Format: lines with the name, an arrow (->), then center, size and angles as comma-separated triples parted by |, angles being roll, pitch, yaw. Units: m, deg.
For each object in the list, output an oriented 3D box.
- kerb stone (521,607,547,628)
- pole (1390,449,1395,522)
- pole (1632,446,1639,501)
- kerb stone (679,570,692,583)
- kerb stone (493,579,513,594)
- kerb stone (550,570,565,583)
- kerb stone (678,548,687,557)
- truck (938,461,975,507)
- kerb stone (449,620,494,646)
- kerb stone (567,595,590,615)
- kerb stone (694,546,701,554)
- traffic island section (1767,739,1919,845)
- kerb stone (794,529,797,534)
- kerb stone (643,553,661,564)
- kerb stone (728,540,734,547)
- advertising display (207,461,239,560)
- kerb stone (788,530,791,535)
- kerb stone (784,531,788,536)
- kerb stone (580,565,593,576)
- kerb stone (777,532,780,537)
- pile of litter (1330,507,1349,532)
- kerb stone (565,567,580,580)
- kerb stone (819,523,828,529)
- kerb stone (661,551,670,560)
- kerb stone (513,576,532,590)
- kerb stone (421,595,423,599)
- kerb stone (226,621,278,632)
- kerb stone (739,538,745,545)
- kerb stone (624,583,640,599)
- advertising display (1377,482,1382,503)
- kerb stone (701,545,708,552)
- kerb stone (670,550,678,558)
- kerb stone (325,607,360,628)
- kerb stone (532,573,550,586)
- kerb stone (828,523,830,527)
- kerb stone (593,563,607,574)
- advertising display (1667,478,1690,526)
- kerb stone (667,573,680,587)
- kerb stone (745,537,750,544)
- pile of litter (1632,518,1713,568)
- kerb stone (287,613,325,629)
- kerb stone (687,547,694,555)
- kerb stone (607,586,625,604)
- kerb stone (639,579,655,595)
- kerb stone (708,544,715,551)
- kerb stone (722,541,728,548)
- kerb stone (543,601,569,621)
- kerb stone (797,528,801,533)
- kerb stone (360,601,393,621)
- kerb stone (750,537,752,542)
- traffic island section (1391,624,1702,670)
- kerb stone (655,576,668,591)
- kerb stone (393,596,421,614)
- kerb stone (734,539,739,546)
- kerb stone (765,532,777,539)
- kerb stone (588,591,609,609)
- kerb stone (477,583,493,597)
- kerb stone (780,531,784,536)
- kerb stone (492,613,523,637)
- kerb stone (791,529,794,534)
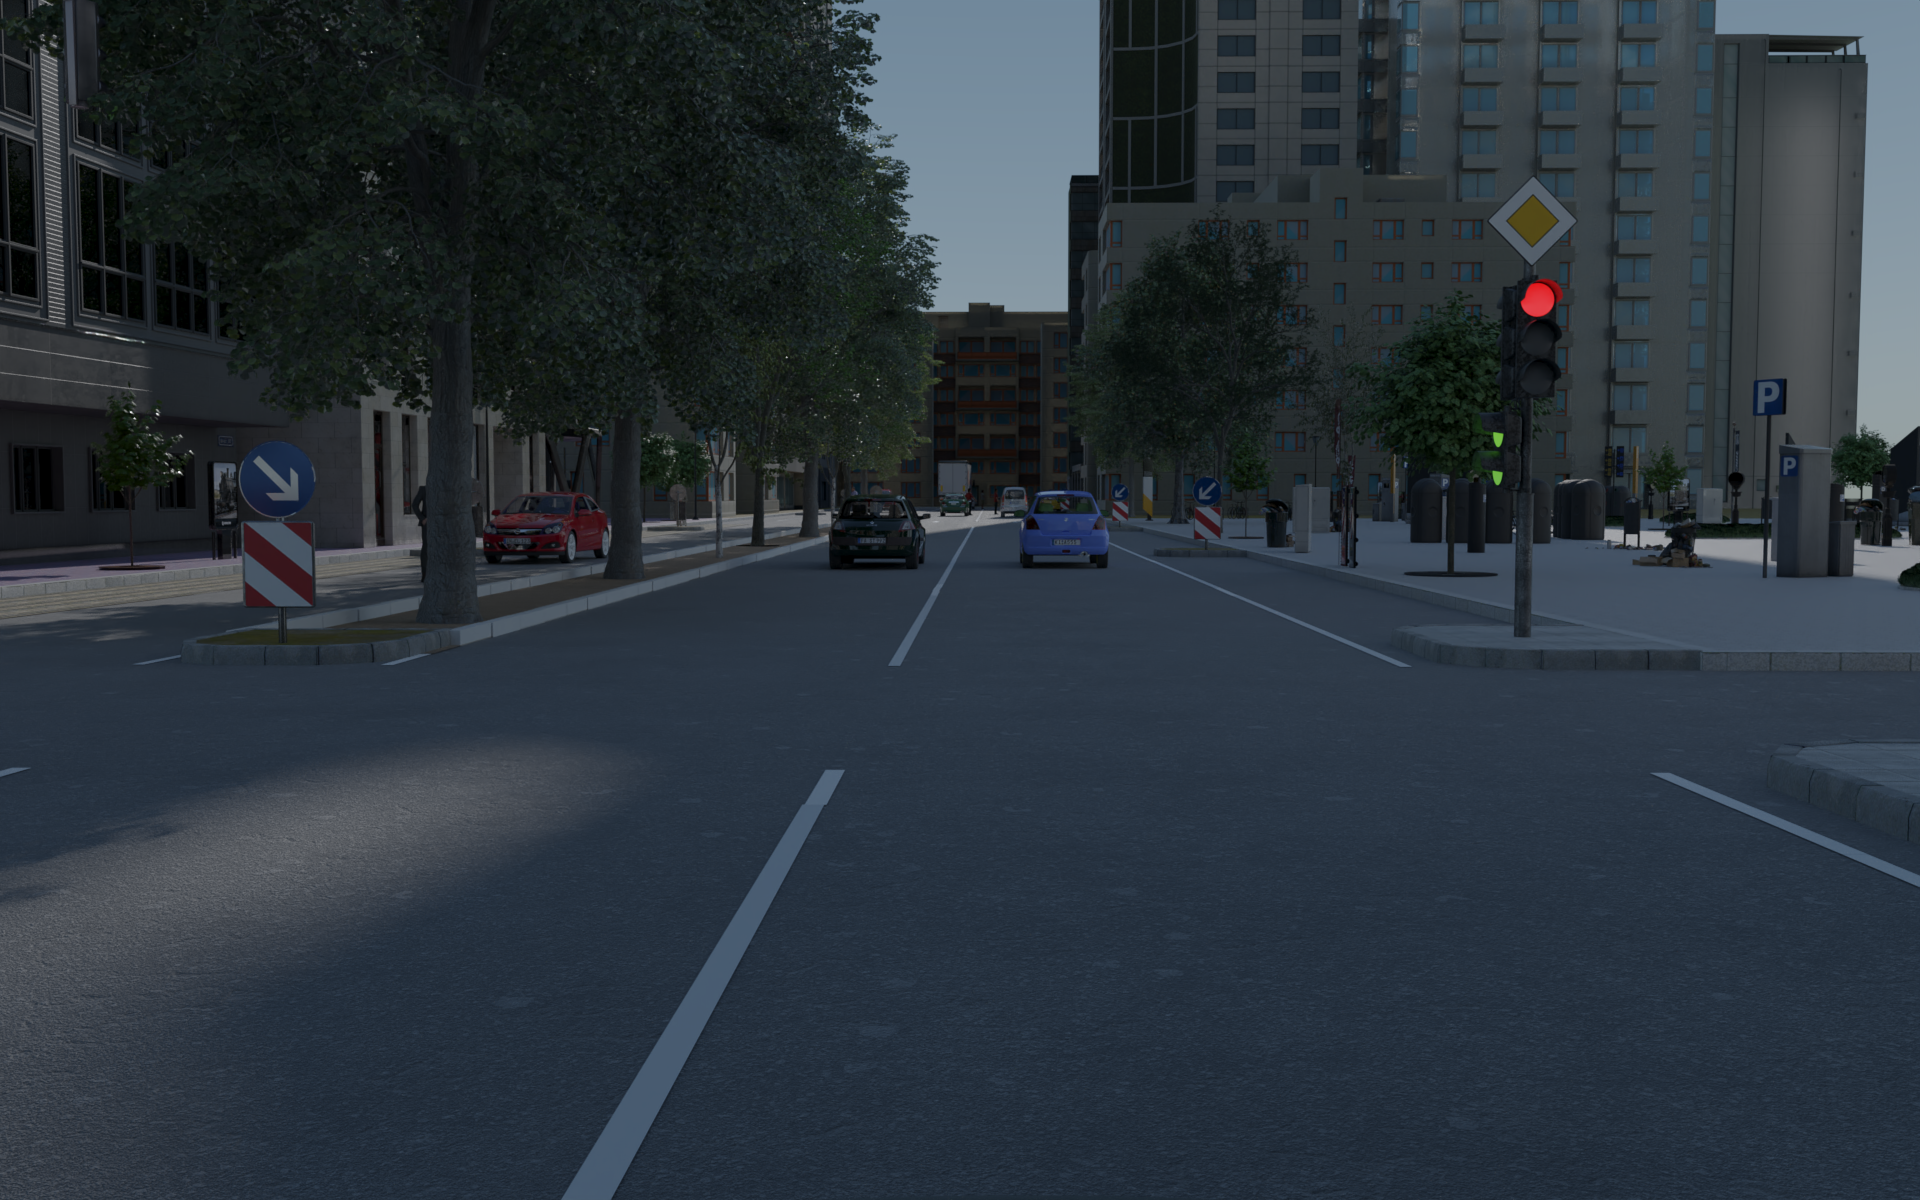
kerb stone -> -4.709, 0.209, 18.852 | 0.120, 0.150, 1.000 | 0, 4, 1
pole -> 19.733, -5.206, 78.960 | 0.158, 3.312, 0.155 | 0, 3, 0
pole -> 28.748, -4.887, 73.743 | 0.158, 3.312, 0.155 | 0, 3, 0
kerb stone -> -4.540, -0.360, 28.080 | 0.120, 0.150, 1.000 | 0, 4, 1
kerb stone -> -6.699, -0.175, 25.052 | 0.120, 0.150, 1.000 | 0, 4, 1
kerb stone -> -6.641, -0.362, 28.118 | 0.120, 0.150, 1.000 | 0, 4, 1
kerb stone -> -6.429, -1.054, 39.426 | 0.120, 0.150, 1.000 | 0, 4, 1
truck -> -0.317, -9.943, 151.485 | 2.839, 4.237, 11.283 | 0, 4, 3
kerb stone -> -4.756, 0.330, 16.808 | 0.120, 0.150, 1.000 | 0, 4, 1
kerb stone -> -4.679, 0.079, 20.905 | 0.120, 0.150, 1.000 | 0, 4, 1
kerb stone -> -6.395, -1.178, 41.475 | 0.120, 0.150, 1.000 | 0, 4, 1
traffic island section -> 4.929, 0.899, 7.585 | 2.009, 0.180, 2.903 | 0, 4, 1
kerb stone -> -6.022, -2.433, 61.971 | 0.120, 0.150, 1.000 | 0, 4, 1
kerb stone -> -6.487, -0.865, 36.338 | 0.120, 0.150, 1.000 | 0, 4, 1
kerb stone -> -6.291, -1.492, 46.595 | 0.120, 0.150, 1.000 | 0, 4, 1
advertising display -> -14.468, -1.762, 34.024 | 0.123, 1.923, 0.974 | 0, 4, 4
kerb stone -> -6.054, -2.308, 59.926 | 0.120, 0.150, 1.000 | 0, 4, 1
kerb stone -> -6.071, -2.243, 58.904 | 0.120, 0.150, 1.000 | 0, 4, 1
kerb stone -> -6.612, -0.488, 30.179 | 0.120, 0.150, 1.000 | 0, 4, 1
kerb stone -> -6.109, -2.119, 56.850 | 0.120, 0.150, 1.000 | 0, 4, 1
pile of litter -> 12.582, -2.721, 58.449 | 1.719, 0.858, 1.176 | -1, 4, -15
kerb stone -> -6.621, -0.425, 29.145 | 0.120, 0.150, 1.000 | 0, 4, 1
kerb stone -> -5.809, -3.123, 73.257 | 0.120, 0.150, 1.000 | 0, 4, 1
kerb stone -> -6.472, -0.922, 37.362 | 0.120, 0.150, 1.000 | 0, 4, 1
kerb stone -> -6.673, -0.235, 26.074 | 0.120, 0.150, 1.000 | 0, 4, 1
kerb stone -> -6.754, 0.014, 21.986 | 0.120, 0.150, 1.000 | 0, 4, 1
kerb stone -> -6.854, 0.335, 16.837 | 0.120, 0.150, 1.000 | 0, 4, 1
kerb stone -> -6.255, -1.613, 48.649 | 0.120, 0.150, 1.000 | 0, 4, 1
kerb stone -> -4.620, -0.109, 23.975 | 0.120, 0.150, 1.000 | 0, 4, 1
advertising display -> 21.820, -5.175, 89.825 | 0.123, 1.923, 0.974 | 0, 4, 0
kerb stone -> -6.381, -1.242, 42.497 | 0.120, 0.150, 1.000 | 0, 4, 1
kerb stone -> -6.456, -0.990, 38.388 | 0.120, 0.150, 1.000 | 0, 4, 1
kerb stone -> -6.813, 0.202, 18.890 | 0.120, 0.150, 1.000 | 0, 4, 1
kerb stone -> -6.647, -0.295, 27.096 | 0.120, 0.150, 1.000 | 0, 4, 1
kerb stone -> -5.791, -3.186, 74.281 | 0.120, 0.150, 1.000 | 0, 4, 1
kerb stone -> -6.577, -0.551, 31.204 | 0.120, 0.150, 1.000 | 0, 4, 1
advertising display -> 28.974, -3.953, 69.844 | 0.974, 1.923, 0.123 | -1, 4, -16
kerb stone -> -4.557, -0.297, 27.057 | 0.120, 0.150, 1.000 | 0, 4, 1
kerb stone -> -6.237, -1.678, 49.676 | 0.120, 0.150, 1.000 | 0, 4, 1
pile of litter -> 12.662, -1.028, 30.780 | 1.176, 0.858, 1.719 | 0, 4, 3
kerb stone -> -6.824, 0.265, 17.858 | 0.120, 0.150, 1.000 | 0, 4, 1
kerb stone -> -6.414, -1.115, 40.448 | 0.120, 0.150, 1.000 | 0, 4, 1
kerb stone -> -4.636, -0.046, 22.953 | 0.120, 0.150, 1.000 | 0, 4, 1
kerb stone -> -4.602, -0.171, 24.997 | 0.120, 0.150, 1.000 | 0, 4, 1
kerb stone -> -6.351, -1.303, 43.523 | 0.120, 0.150, 1.000 | 0, 4, 1
kerb stone -> -6.314, -1.430, 45.569 | 0.120, 0.150, 1.000 | 0, 4, 1
kerb stone -> -4.695, 0.142, 19.874 | 0.120, 0.150, 1.000 | 0, 4, 1
kerb stone -> -5.993, -2.495, 62.992 | 0.120, 0.150, 1.000 | 0, 4, 1
kerb stone -> -6.784, 0.146, 19.915 | 0.120, 0.150, 1.000 | 0, 4, 1
kerb stone -> -6.224, -1.741, 50.698 | 0.120, 0.150, 1.000 | 0, 4, 1
traffic island section -> 5.076, 0.411, 15.569 | 2.009, 0.180, 2.903 | 0, 4, 1
kerb stone -> -4.575, -0.235, 26.030 | 0.120, 0.150, 1.000 | 0, 4, 1
kerb stone -> -6.772, 0.077, 20.943 | 0.120, 0.150, 1.000 | 0, 4, 1
kerb stone -> -6.273, -1.555, 47.618 | 0.120, 0.150, 1.000 | 0, 4, 1
kerb stone -> -6.117, -2.057, 55.824 | 0.120, 0.150, 1.000 | 0, 4, 1
kerb stone -> -4.653, 0.016, 21.931 | 0.120, 0.150, 1.000 | 0, 4, 1
kerb stone -> -6.719, -0.111, 24.030 | 0.120, 0.150, 1.000 | 0, 4, 1
kerb stone -> -6.094, -2.183, 57.882 | 0.120, 0.150, 1.000 | 0, 4, 1
kerb stone -> -4.723, 0.267, 17.829 | 0.120, 0.150, 1.000 | 0, 4, 1
kerb stone -> -6.034, -2.365, 60.949 | 0.120, 0.150, 1.000 | 0, 4, 1
